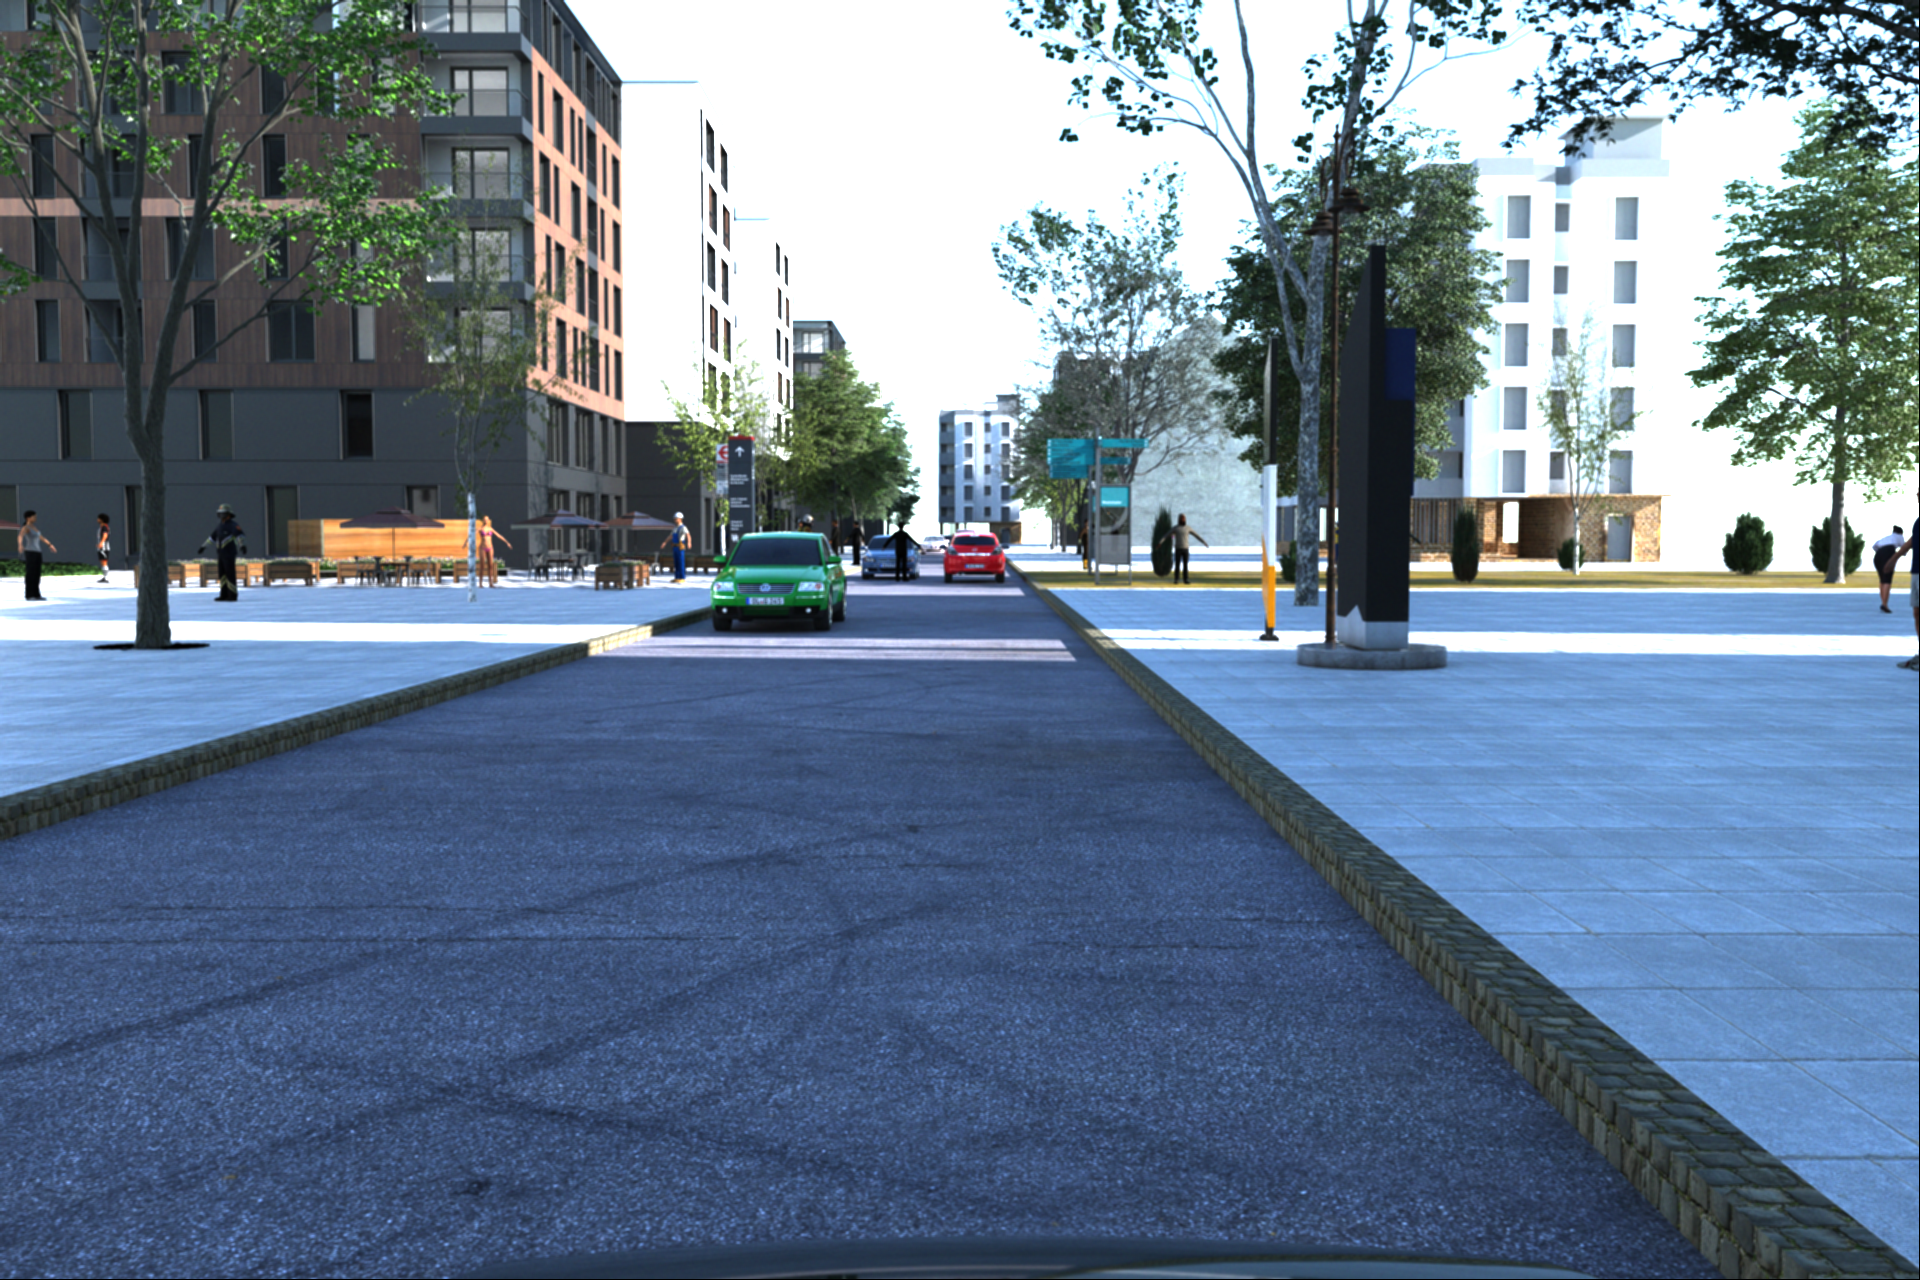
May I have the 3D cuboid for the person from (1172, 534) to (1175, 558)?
[{"bbox_3d":[8.859,-3.919,73.345,0.599,1.433,0.991,0,4,-7],"label":"person"}]

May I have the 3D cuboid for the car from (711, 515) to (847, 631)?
[{"bbox_3d":[-2.781,-1.120,27.107,1.959,1.807,4.718,0,4,0],"label":"car"}]

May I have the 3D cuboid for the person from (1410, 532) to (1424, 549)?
[{"bbox_3d":[11.736,-2.458,46.465,1.348,1.796,0.705,2,4,24],"label":"person"}]

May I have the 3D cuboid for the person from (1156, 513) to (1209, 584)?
[{"bbox_3d":[5.683,-2.337,44.337,1.348,1.813,0.705,0,4,-2],"label":"person"}]

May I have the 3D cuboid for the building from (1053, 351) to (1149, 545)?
[{"bbox_3d":[25.039,-22.380,209.883,27.936,21.610,32.646,0,4,1],"label":"building"}]

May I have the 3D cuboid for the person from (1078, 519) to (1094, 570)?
[{"bbox_3d":[4.622,-3.456,62.647,0.704,1.812,1.346,3,5,39],"label":"person"}]

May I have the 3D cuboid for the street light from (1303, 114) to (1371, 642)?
[{"bbox_3d":[4.248,-2.868,19.684,0.468,5.910,1.993,0,4,1],"label":"street light"}]

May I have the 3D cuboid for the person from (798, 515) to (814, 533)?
[{"bbox_3d":[-4.555,-2.833,52.088,0.705,1.858,1.354,-1,4,-21],"label":"person"}]

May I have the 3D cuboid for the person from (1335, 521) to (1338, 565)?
[{"bbox_3d":[15.797,-4.055,72.273,0.705,1.833,1.349,0,4,0],"label":"person"}]

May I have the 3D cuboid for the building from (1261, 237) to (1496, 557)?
[{"bbox_3d":[24.313,-15.459,109.182,16.016,20.090,11.380,0,4,0],"label":"building"}]

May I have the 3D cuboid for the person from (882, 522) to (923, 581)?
[{"bbox_3d":[-1.764,-2.680,52.458,1.347,1.806,0.705,1,4,21],"label":"person"}]

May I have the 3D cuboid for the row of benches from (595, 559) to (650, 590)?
[{"bbox_3d":[-8.057,-1.585,41.378,1.422,0.672,4.104,0,4,-1],"label":"row of benches"}]

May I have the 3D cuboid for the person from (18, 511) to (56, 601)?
[{"bbox_3d":[-17.822,-1.628,33.430,0.721,1.737,1.217,0,4,1],"label":"person"}]

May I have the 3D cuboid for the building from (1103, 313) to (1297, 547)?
[{"bbox_3d":[24.579,-21.409,180.959,19.493,23.208,18.063,0,4,0],"label":"building"}]

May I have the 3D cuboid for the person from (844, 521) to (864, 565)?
[{"bbox_3d":[-4.284,-3.984,71.080,0.705,1.837,1.347,2,4,31],"label":"person"}]

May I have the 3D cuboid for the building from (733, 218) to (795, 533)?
[{"bbox_3d":[-26.165,-16.287,110.261,27.936,21.610,32.646,0,4,1],"label":"building"}]

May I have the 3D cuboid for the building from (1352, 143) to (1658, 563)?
[{"bbox_3d":[25.802,-14.314,90.452,16.016,20.090,11.380,0,4,1],"label":"building"}]

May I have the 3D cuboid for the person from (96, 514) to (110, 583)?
[{"bbox_3d":[-22.655,-2.422,45.744,0.704,1.843,1.345,-2,4,-28],"label":"person"}]

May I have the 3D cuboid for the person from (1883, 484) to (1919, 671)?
[{"bbox_3d":[9.107,-0.623,16.354,0.704,1.807,1.345,0,4,7],"label":"person"}]

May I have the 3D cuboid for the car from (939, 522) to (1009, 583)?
[{"bbox_3d":[0.425,-2.632,52.078,2.155,1.783,4.494,0,3,0],"label":"car"}]

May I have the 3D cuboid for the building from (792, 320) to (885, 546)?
[{"bbox_3d":[-22.640,-20.665,181.853,27.936,21.610,32.646,0,4,0],"label":"building"}]

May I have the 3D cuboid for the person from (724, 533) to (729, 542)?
[{"bbox_3d":[-9.326,-4.023,72.242,1.216,1.772,0.721,1,4,19],"label":"person"}]

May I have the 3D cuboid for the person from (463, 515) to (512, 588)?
[{"bbox_3d":[-11.339,-2.123,41.508,1.217,1.733,0.721,-3,4,-37],"label":"person"}]

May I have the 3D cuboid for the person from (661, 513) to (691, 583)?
[{"bbox_3d":[-7.437,-2.435,45.671,0.705,1.847,1.347,-3,5,-42],"label":"person"}]

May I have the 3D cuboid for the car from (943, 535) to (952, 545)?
[{"bbox_3d":[-0.999,-8.002,143.416,1.945,1.354,3.894,0,4,1],"label":"car"}]

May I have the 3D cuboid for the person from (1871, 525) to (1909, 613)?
[{"bbox_3d":[15.235,-1.167,28.318,0.628,1.438,0.799,1,4,17],"label":"person"}]

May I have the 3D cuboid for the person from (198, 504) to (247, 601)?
[{"bbox_3d":[-14.011,-1.662,33.034,1.351,1.845,0.704,2,4,31],"label":"person"}]

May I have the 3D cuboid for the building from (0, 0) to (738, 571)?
[{"bbox_3d":[-25.723,-14.210,76.301,27.936,21.610,32.646,0,4,0],"label":"building"}]

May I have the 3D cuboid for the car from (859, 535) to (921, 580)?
[{"bbox_3d":[-2.220,-2.699,56.127,2.014,1.417,4.499,0,4,0],"label":"car"}]

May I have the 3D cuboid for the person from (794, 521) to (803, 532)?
[{"bbox_3d":[-6.510,-3.950,70.767,1.347,1.806,0.705,0,4,5],"label":"person"}]

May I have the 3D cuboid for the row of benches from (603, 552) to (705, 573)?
[{"bbox_3d":[-10.454,-2.649,58.769,4.104,0.672,1.422,2,4,29],"label":"row of benches"}]

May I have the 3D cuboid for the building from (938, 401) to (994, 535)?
[{"bbox_3d":[-2.594,-23.092,236.422,11.380,20.090,16.016,-1,4,-8],"label":"building"}]

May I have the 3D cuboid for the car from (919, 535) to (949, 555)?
[{"bbox_3d":[-1.813,-6.709,122.053,2.083,1.381,4.827,0,4,0],"label":"car"}]

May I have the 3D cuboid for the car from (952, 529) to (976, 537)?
[{"bbox_3d":[0.482,-7.684,134.299,2.281,1.827,5.304,0,4,1],"label":"car"}]

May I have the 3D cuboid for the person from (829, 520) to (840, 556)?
[{"bbox_3d":[-4.552,-3.474,63.020,0.704,1.802,1.346,0,4,7],"label":"person"}]

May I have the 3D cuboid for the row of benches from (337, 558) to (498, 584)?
[{"bbox_3d":[-13.980,-1.807,45.001,4.104,0.672,1.422,-1,4,-10],"label":"row of benches"}]
